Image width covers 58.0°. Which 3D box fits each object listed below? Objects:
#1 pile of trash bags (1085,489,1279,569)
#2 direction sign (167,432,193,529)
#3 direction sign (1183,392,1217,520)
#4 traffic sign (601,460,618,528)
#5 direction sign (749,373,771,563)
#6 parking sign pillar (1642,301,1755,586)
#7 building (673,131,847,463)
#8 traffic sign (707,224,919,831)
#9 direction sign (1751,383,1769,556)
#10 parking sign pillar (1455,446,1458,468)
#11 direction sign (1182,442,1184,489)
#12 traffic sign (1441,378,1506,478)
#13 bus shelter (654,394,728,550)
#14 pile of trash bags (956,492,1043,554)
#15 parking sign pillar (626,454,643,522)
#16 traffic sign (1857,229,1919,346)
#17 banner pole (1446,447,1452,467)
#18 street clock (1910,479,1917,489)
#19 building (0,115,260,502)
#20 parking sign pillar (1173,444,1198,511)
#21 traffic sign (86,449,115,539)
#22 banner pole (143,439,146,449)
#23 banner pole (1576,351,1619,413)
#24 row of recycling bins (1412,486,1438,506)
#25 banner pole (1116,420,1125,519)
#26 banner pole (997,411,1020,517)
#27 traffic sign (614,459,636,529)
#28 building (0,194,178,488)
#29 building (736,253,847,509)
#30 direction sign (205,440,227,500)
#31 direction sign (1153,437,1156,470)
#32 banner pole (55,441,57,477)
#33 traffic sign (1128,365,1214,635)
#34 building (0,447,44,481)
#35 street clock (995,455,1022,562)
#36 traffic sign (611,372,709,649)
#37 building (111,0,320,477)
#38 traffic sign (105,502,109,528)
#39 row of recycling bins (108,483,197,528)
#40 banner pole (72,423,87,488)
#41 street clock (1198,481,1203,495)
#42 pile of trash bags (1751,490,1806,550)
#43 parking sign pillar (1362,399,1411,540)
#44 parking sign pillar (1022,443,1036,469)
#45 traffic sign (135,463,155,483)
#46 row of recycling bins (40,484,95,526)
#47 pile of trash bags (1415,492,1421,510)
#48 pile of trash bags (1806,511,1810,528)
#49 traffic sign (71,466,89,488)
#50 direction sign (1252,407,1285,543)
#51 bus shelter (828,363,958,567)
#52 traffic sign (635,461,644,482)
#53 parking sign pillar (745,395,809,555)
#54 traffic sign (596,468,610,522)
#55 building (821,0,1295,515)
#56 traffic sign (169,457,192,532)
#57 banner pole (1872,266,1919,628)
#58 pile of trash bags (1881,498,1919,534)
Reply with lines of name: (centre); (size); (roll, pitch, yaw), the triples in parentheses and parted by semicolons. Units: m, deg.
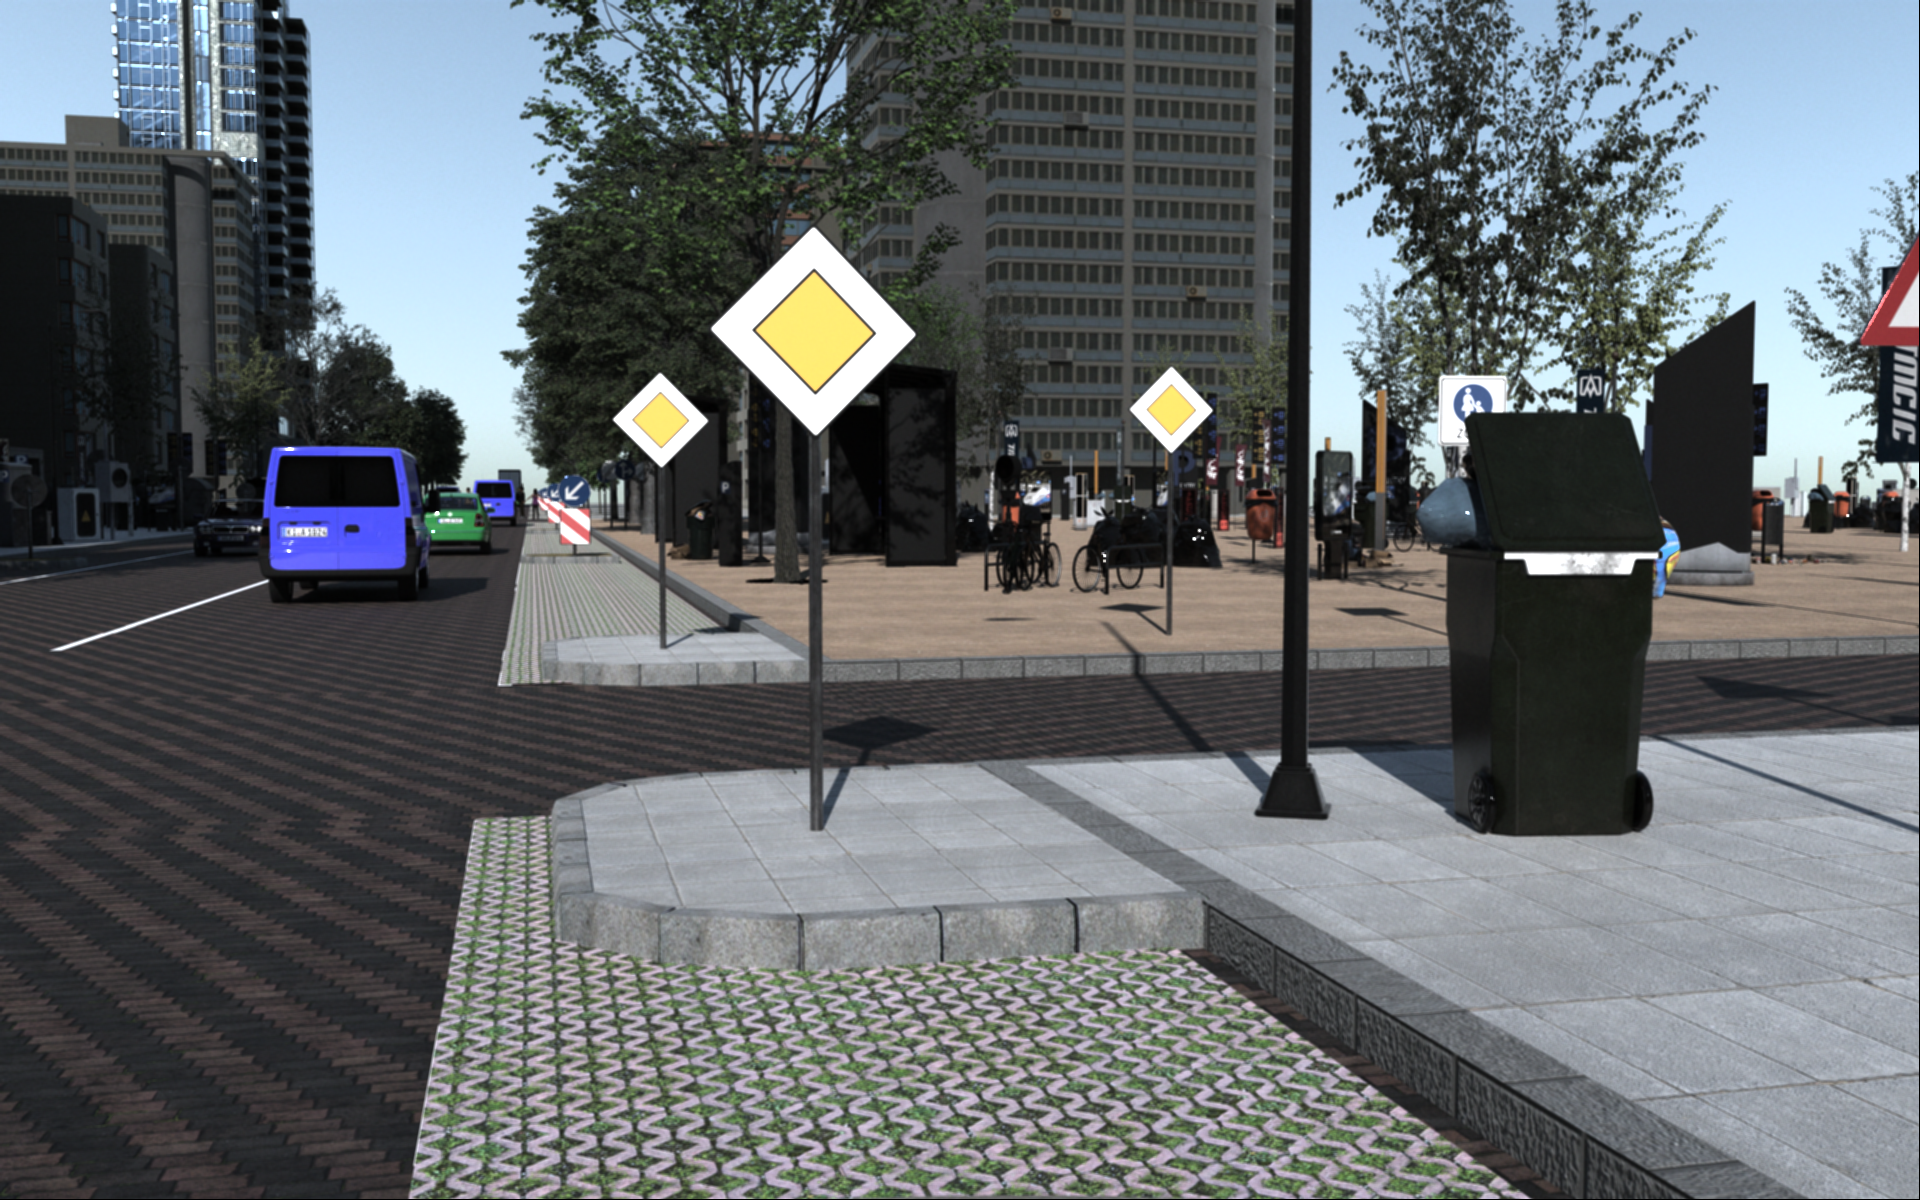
pile of trash bags: (4.064, -1.296, 30.938); (3.447, 1.369, 1.912); (-1, 4, -16)
direction sign: (-28.731, -4.396, 63.864); (0.876, 3.537, 0.379); (-3, 5, -42)
direction sign: (5.459, -2.854, 38.666); (0.379, 3.537, 0.876); (3, 5, 42)
traffic sign: (-13.087, -3.969, 65.000); (0.768, 2.556, 0.104); (-1, 4, -12)
direction sign: (-3.716, -2.458, 32.191); (0.379, 3.537, 0.876); (1, 4, 18)
parking sign pillar: (10.589, -2.215, 24.695); (1.447, 3.967, 1.447); (2, 4, 31)
building: (-23.545, -34.169, 213.293); (22.147, 44.769, 28.867); (-1, 4, -14)
traffic sign: (-0.550, -0.178, 6.550); (0.795, 2.450, 0.064); (-1, 4, -14)
direction sign: (16.267, -2.679, 35.794); (0.379, 3.537, 0.876); (-2, 4, -28)
parking sign pillar: (21.678, -5.222, 73.844); (1.447, 3.967, 1.447); (-1, 4, -9)
direction sign: (7.368, -3.994, 57.293); (0.379, 3.537, 0.876); (1, 4, 10)
traffic sign: (4.436, -0.792, 15.082); (0.606, 2.300, 0.079); (0, 4, -6)
bus shelter: (-6.800, -3.137, 42.574); (1.731, 3.624, 6.357); (-1, 4, -14)
pile of trash bags: (0.894, -1.748, 38.327); (1.912, 1.369, 3.447); (-1, 4, -8)
parking sign pillar: (-14.844, -5.630, 80.530); (1.447, 3.967, 1.447); (-2, 4, -28)
traffic sign: (3.651, -0.386, 6.320); (0.884, 2.594, 0.081); (0, 4, -7)
banner pole: (22.835, -5.528, 80.396); (0.401, 3.779, 0.863); (-2, 4, -29)
street clock: (44.870, -4.724, 81.811); (0.471, 2.002, 0.358); (0, 3, 0)
building: (-88.482, -30.031, 182.889); (32.217, 40.220, 23.993); (-1, 4, -14)
parking sign pillar: (9.885, -5.404, 76.831); (1.447, 3.967, 1.447); (-1, 4, -9)
traffic sign: (-24.422, -3.005, 49.243); (0.768, 2.556, 0.104); (-1, 4, -11)
banner pole: (-37.519, -5.481, 79.635); (0.401, 3.779, 0.863); (-3, 5, -45)
banner pole: (11.275, -2.480, 30.566); (0.863, 3.779, 0.401); (1, 4, 14)
row of recycling bins: (24.513, -5.241, 92.796); (3.534, 1.692, 1.069); (-1, 4, -20)
banner pole: (5.421, -4.183, 58.407); (0.401, 3.779, 0.863); (2, 4, 26)
banner pole: (1.394, -3.785, 51.899); (0.863, 3.779, 0.401); (1, 4, 23)
traffic sign: (-12.267, -3.877, 63.495); (0.768, 2.556, 0.104); (0, 4, -6)
building: (-68.395, -16.308, 111.682); (27.650, 21.520, 28.899); (-1, 4, -14)
building: (-2.652, -18.078, 140.619); (27.650, 21.520, 28.899); (-1, 4, -14)
direction sign: (-31.373, -4.960, 73.092); (0.379, 3.537, 0.876); (3, 5, 43)
direction sign: (7.419, -4.530, 66.061); (0.379, 3.537, 0.876); (0, 4, 2)
banner pole: (-42.492, -5.591, 81.435); (0.401, 3.779, 0.863); (-2, 4, -27)
traffic sign: (1.896, -0.885, 15.655); (0.795, 2.450, 0.064); (-1, 4, -9)
building: (-59.461, -39.673, 86.909); (20.563, 71.187, 20.611); (-1, 4, -14)
street clock: (0.899, -1.684, 32.110); (0.471, 2.002, 0.358); (3, 5, 44)
traffic sign: (-2.464, -0.652, 14.303); (0.795, 2.450, 0.064); (-1, 4, -14)
building: (-89.526, -54.851, 209.485); (22.319, 86.520, 31.000); (-1, 4, -14)
traffic sign: (-32.385, -4.012, 65.705); (0.768, 2.556, 0.104); (-1, 4, -9)
row of recycling bins: (-31.163, -3.680, 67.284); (3.534, 1.692, 1.069); (-2, 4, -25)
banner pole: (-31.157, -4.360, 61.299); (0.401, 3.779, 0.863); (0, 4, 7)
street clock: (13.224, -5.563, 95.520); (0.471, 2.002, 0.358); (2, 4, 28)
pile of trash bags: (16.726, -1.772, 38.732); (3.447, 1.369, 1.912); (-1, 4, -18)
parking sign pillar: (12.144, -3.725, 49.371); (1.447, 3.967, 1.447); (-1, 4, -10)
parking sign pillar: (3.614, -6.244, 90.565); (1.447, 3.967, 1.447); (-1, 4, -13)
traffic sign: (-33.259, -4.321, 70.747); (0.768, 2.556, 0.104); (-1, 4, -12)
row of recycling bins: (-35.745, -3.778, 68.885); (3.534, 1.692, 1.069); (0, 4, 7)
pile of trash bags: (17.862, -3.904, 73.575); (3.447, 1.369, 1.912); (0, 4, -5)
pile of trash bags: (33.867, -3.409, 65.482); (3.447, 1.369, 1.912); (-1, 4, -11)
traffic sign: (-31.957, -3.720, 62.953); (0.606, 2.300, 0.079); (0, 4, -7)
direction sign: (8.045, -3.254, 45.208); (0.876, 3.537, 0.379); (-1, 4, -9)
bus shelter: (-1.539, -2.581, 33.478); (1.731, 3.624, 6.357); (-1, 4, -14)
traffic sign: (-12.300, -4.118, 67.437); (0.768, 2.556, 0.104); (-1, 4, -10)
parking sign pillar: (-3.900, -2.983, 37.241); (1.447, 3.967, 1.447); (2, 4, 25)
traffic sign: (-16.523, -4.925, 80.624); (0.768, 2.556, 0.104); (-1, 4, -11)
building: (5.639, -25.873, 114.901); (32.217, 40.220, 23.993); (-1, 4, -14)
traffic sign: (-26.476, -3.594, 58.865); (0.768, 2.556, 0.104); (0, 4, -5)
banner pole: (9.234, -1.627, 16.625); (0.863, 3.779, 0.401); (3, 5, 43)
pile of trash bags: (32.747, -3.161, 61.432); (3.447, 1.369, 1.912); (3, 5, 44)
